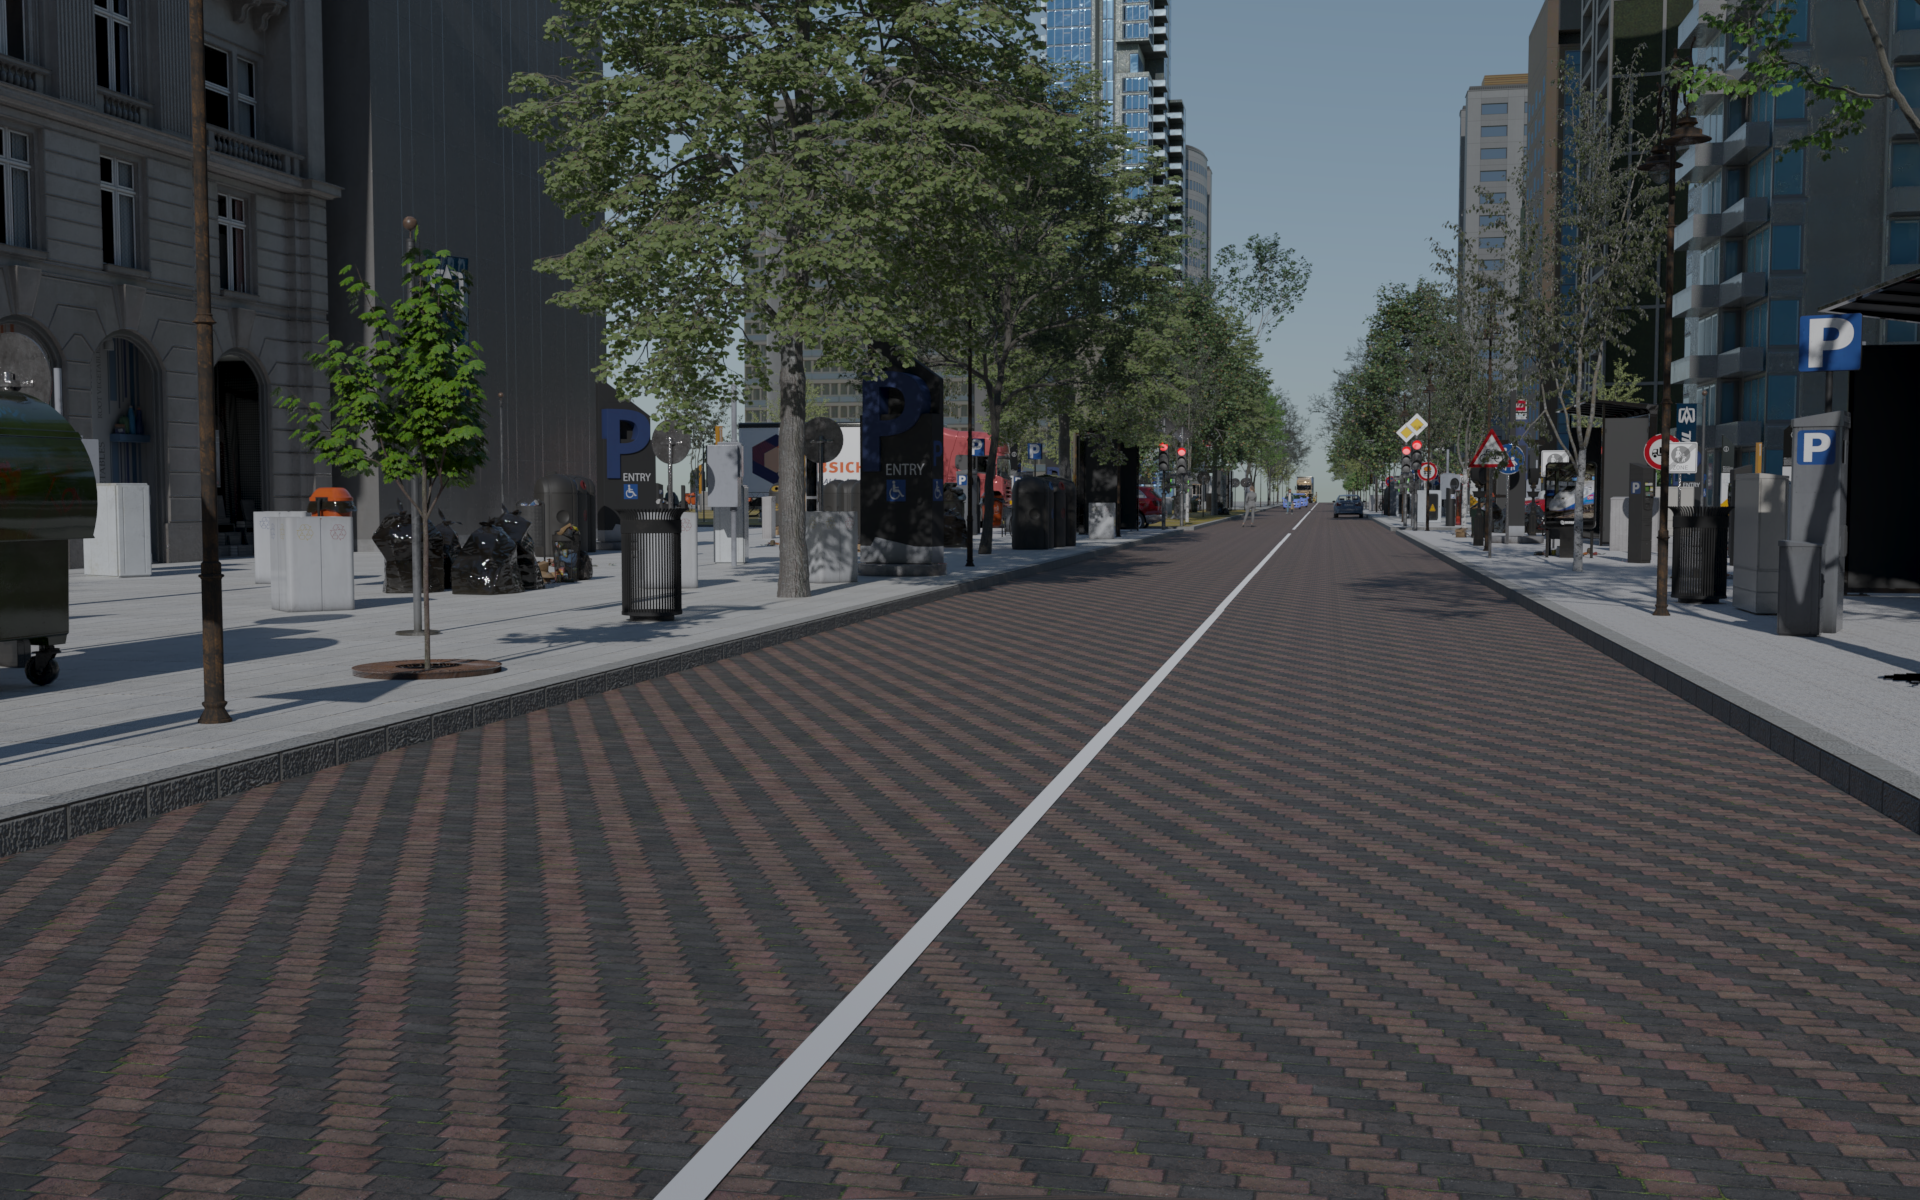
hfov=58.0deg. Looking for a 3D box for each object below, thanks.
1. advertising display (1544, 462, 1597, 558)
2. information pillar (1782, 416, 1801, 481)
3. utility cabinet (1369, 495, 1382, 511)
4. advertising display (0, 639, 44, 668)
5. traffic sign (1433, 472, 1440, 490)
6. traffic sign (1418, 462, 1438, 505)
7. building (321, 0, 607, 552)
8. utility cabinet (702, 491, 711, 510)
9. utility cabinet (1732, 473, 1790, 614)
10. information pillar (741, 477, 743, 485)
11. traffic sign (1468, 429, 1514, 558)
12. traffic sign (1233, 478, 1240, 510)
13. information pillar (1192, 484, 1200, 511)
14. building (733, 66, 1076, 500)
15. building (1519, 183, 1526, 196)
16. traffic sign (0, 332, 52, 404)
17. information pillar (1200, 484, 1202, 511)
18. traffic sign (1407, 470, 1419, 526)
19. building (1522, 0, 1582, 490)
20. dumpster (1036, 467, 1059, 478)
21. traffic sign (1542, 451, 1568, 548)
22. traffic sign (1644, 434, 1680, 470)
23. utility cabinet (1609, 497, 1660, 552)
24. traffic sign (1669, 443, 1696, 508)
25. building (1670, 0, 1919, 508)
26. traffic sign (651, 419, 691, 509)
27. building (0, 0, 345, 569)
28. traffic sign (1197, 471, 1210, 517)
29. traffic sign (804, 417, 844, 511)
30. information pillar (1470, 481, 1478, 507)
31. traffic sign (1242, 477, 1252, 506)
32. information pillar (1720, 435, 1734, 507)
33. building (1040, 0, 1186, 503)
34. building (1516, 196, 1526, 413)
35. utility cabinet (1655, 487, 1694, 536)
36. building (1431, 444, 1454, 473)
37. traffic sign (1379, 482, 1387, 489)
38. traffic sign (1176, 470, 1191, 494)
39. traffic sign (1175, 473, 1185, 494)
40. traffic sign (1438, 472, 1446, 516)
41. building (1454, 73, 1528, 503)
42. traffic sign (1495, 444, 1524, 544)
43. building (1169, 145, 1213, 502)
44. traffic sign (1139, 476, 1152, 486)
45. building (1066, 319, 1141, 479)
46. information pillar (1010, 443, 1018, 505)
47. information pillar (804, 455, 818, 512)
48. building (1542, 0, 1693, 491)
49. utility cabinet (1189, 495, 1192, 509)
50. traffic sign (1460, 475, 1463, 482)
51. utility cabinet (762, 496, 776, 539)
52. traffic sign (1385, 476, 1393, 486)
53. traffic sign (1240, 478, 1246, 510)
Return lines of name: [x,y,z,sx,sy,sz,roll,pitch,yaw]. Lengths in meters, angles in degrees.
advertising display: [12.237,-1.806,34.735,0.974,1.923,0.123,2,4,25]
information pillar: [25.111,-3.728,52.305,0.183,3.616,0.504,-3,5,-42]
utility cabinet: [32.446,-7.585,135.169,0.306,1.237,1.020,-3,5,-40]
advertising display: [-7.062,-0.466,12.825,0.974,1.923,0.123,2,4,31]
traffic sign: [27.537,-6.135,100.421,0.768,2.556,0.104,1,4,12]
traffic sign: [18.364,-4.158,68.088,0.768,2.556,0.104,1,4,16]
building: [-25.936,-13.965,47.401,30.058,24.678,14.314,1,4,12]
utility cabinet: [-20.119,-7.854,137.096,0.318,1.500,1.173,3,5,45]
utility cabinet: [8.695,-0.619,18.800,0.318,1.500,1.173,1,4,13]
information pillar: [-8.081,-3.574,62.921,0.304,2.012,0.304,1,4,20]
traffic sign: [10.593,-2.113,34.556,0.884,2.594,0.081,1,4,21]
traffic sign: [21.754,-8.370,136.948,0.768,2.556,0.104,1,4,20]
information pillar: [17.242,-7.512,127.308,0.304,2.012,0.304,1,4,16]
building: [-3.164,-28.698,161.094,32.217,40.220,23.993,1,4,12]
building: [73.166,-30.083,183.743,32.217,40.220,23.993,1,4,12]
traffic sign: [-7.488,-0.830,13.669,0.768,2.556,0.104,1,4,16]
information pillar: [18.252,-7.810,132.186,0.304,2.012,0.304,-3,5,-43]
traffic sign: [17.924,-4.192,68.645,0.768,2.556,0.104,1,4,18]
building: [57.619,-30.713,152.261,14.600,45.320,14.200,1,4,12]
dumpster: [3.156,-3.673,62.548,1.502,2.255,1.985,1,4,12]
traffic sign: [13.994,-2.364,40.780,0.606,2.300,0.079,1,4,21]
traffic sign: [14.830,-2.231,36.579,0.768,2.556,0.104,1,4,18]
utility cabinet: [15.141,-1.694,38.853,1.020,1.237,0.306,2,4,32]
traffic sign: [14.250,-1.968,34.314,0.606,2.300,0.079,1,4,13]
building: [52.259,-28.576,86.830,30.456,49.044,23.786,1,4,12]
traffic sign: [-4.922,-1.794,29.443,0.768,2.556,0.104,1,4,21]
building: [-21.631,-11.305,26.634,13.314,21.916,24.055,1,4,12]
traffic sign: [13.494,-5.869,96.058,0.768,2.556,0.104,1,4,20]
traffic sign: [-2.289,-1.737,28.510,0.768,2.556,0.104,1,4,16]
information pillar: [28.836,-6.466,97.070,0.183,3.616,0.504,-3,4,-38]
traffic sign: [21.817,-8.052,131.752,0.768,2.556,0.104,1,4,21]
information pillar: [30.334,-4.719,68.509,0.504,3.616,0.183,0,4,-3]
building: [23.239,-57.778,257.345,22.319,86.520,31.000,1,4,12]
building: [60.793,-24.159,166.705,14.160,30.474,14.107,1,4,12]
utility cabinet: [21.647,-2.687,52.617,1.173,1.500,0.318,2,4,27]
building: [90.434,-26.492,278.185,27.650,21.520,28.899,1,4,12]
traffic sign: [34.016,-8.389,139.291,0.606,2.300,0.079,1,4,21]
traffic sign: [9.401,-4.334,72.988,0.606,2.300,0.079,1,4,12]
traffic sign: [10.544,-4.931,82.757,0.606,2.300,0.079,1,4,20]
traffic sign: [27.855,-6.081,99.536,0.768,2.556,0.104,1,4,19]
building: [82.301,-43.232,248.838,21.231,58.520,28.212,1,4,12]
traffic sign: [13.956,-2.692,44.116,0.768,2.556,0.104,1,4,16]
building: [30.027,-45.565,286.980,21.231,58.520,28.212,1,4,12]
traffic sign: [10.443,-6.007,98.219,0.884,2.594,0.081,1,4,21]
building: [4.242,-20.920,187.084,27.650,21.520,28.899,1,4,12]
information pillar: [2.373,-5.294,77.911,0.504,3.616,0.183,1,4,18]
information pillar: [-2.757,-1.629,31.132,0.304,2.012,0.304,-3,5,-43]
building: [54.736,-42.015,125.196,20.563,71.187,20.611,1,4,12]
utility cabinet: [18.787,-7.962,141.338,0.306,1.237,1.020,2,4,29]
traffic sign: [31.232,-6.603,108.065,0.768,2.556,0.104,1,4,18]
utility cabinet: [-5.537,-2.382,50.115,0.306,1.237,1.020,0,4,0]
traffic sign: [30.343,-7.456,122.004,0.768,2.556,0.104,1,4,15]
traffic sign: [22.363,-8.310,135.974,0.768,2.556,0.104,1,4,21]
